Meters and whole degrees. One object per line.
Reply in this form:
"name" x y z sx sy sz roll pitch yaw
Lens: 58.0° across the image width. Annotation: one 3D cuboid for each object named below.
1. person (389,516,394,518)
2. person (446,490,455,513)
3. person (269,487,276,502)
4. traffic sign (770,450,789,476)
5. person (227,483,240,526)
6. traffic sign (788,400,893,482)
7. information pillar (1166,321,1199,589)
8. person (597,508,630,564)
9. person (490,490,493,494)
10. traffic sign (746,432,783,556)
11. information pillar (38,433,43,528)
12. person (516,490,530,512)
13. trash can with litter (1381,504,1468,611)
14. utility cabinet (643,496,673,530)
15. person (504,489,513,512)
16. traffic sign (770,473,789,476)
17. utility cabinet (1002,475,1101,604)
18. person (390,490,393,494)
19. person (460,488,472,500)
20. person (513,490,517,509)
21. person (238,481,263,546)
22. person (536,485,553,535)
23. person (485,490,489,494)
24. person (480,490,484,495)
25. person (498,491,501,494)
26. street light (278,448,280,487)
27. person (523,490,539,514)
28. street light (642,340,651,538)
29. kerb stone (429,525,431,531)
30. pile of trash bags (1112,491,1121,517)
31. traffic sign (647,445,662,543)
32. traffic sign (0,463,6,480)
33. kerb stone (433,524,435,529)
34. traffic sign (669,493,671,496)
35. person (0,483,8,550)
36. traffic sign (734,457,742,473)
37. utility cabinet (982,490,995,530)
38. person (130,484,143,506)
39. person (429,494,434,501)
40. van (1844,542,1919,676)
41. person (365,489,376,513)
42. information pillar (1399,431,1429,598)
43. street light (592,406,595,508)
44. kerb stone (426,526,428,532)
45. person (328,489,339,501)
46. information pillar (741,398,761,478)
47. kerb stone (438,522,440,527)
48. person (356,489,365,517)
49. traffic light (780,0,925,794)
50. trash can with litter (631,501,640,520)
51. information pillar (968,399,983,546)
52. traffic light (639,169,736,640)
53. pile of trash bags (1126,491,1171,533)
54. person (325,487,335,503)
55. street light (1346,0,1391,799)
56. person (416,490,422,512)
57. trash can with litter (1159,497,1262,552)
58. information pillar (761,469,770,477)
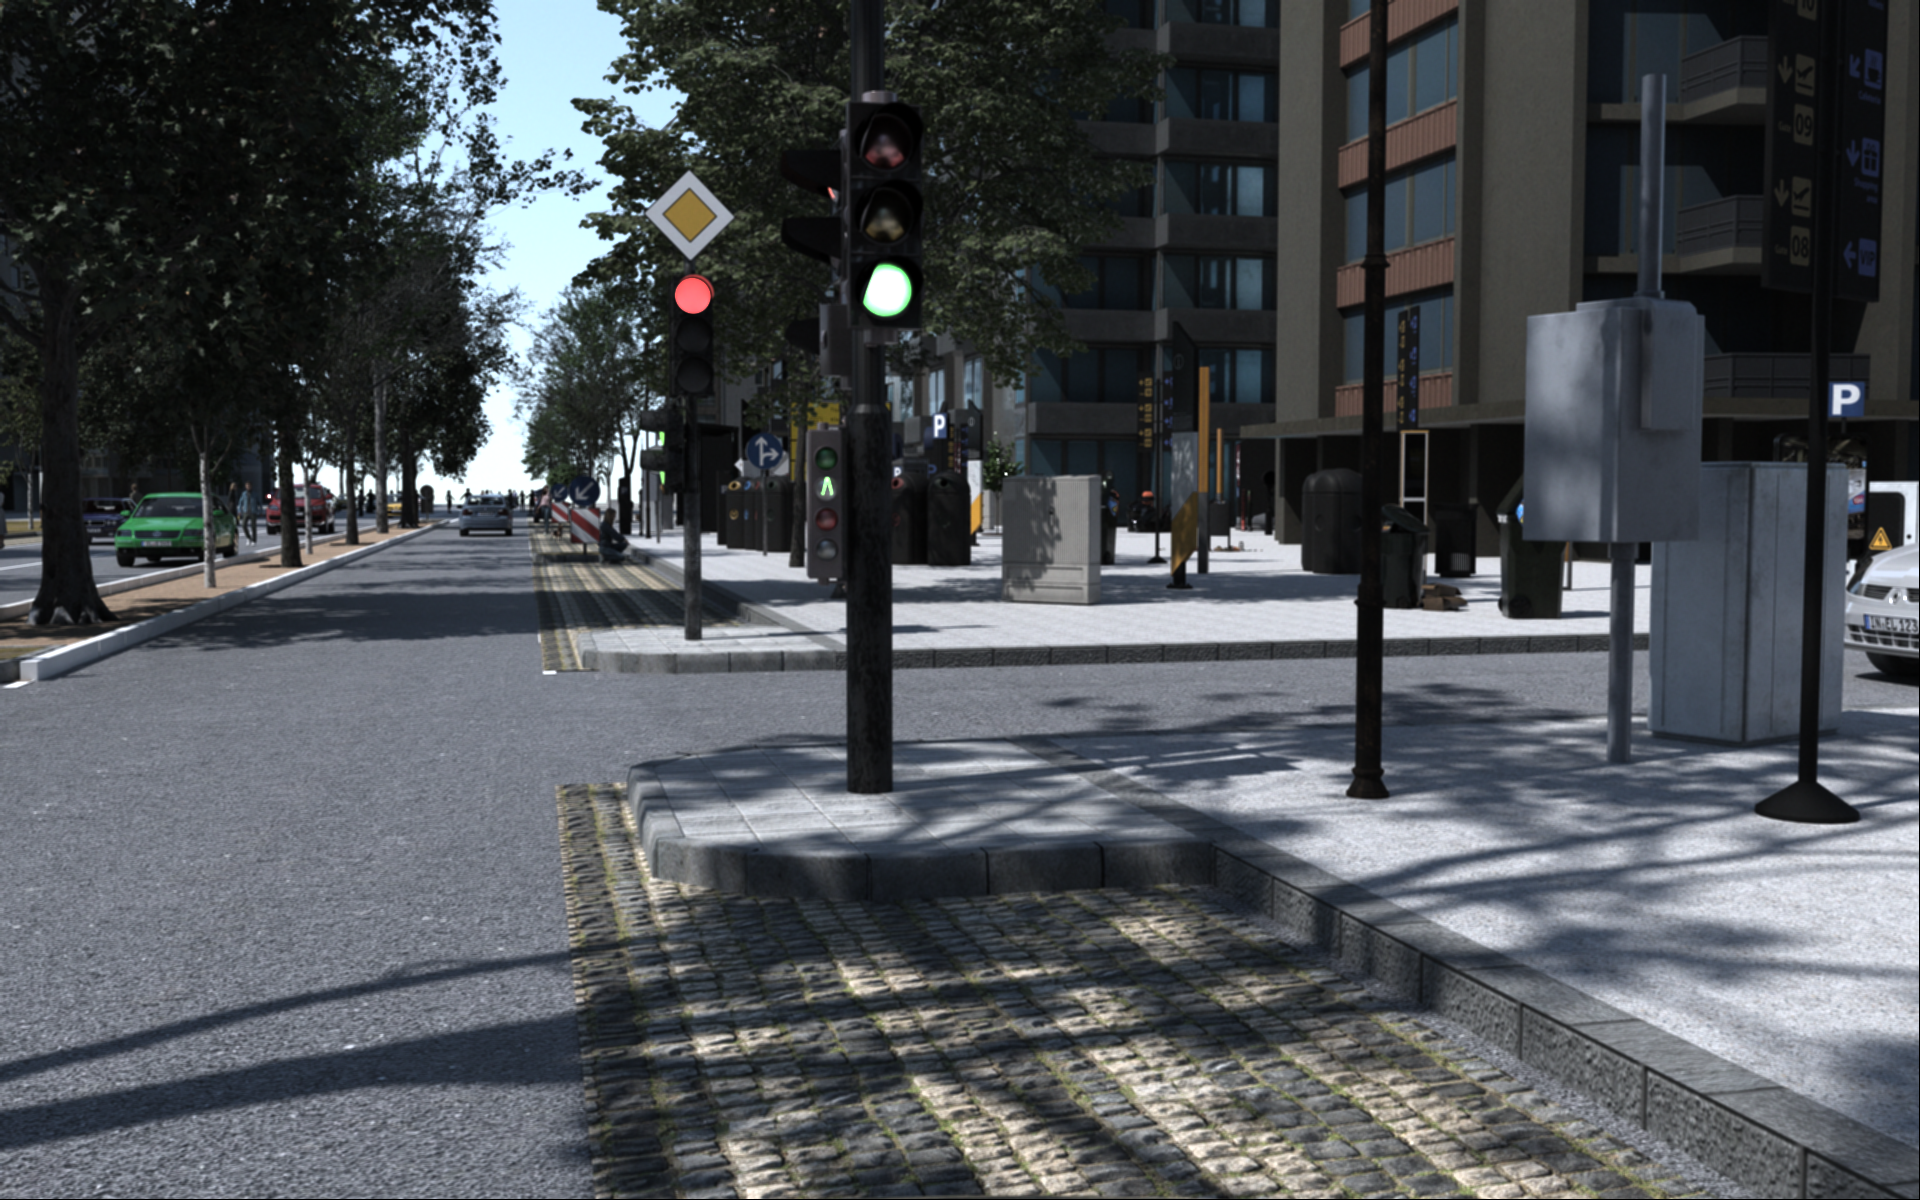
"person" -34.181 -5.640 103.979 1.065 1.426 0.557 3 4 39
"person" -38.748 -7.485 131.666 0.721 1.735 1.217 1 4 13
"person" -39.334 -5.566 99.367 0.709 1.838 0.599 -2 4 -25
"traffic sign" -5.187 -3.044 49.868 0.768 2.556 0.104 -1 4 -10
"person" -23.964 -2.925 56.537 0.699 1.804 1.509 1 4 14
"traffic sign" -2.596 -2.682 37.717 2.265 3.308 0.079 -1 4 -11
"information pillar" 3.016 -1.954 23.302 0.183 3.616 0.504 -2 4 -30
"person" -7.031 -1.312 35.447 0.738 1.151 1.012 0 4 0
"person" -51.363 -11.072 189.401 0.599 1.838 0.709 0 4 3
"traffic sign" -4.051 -2.191 35.936 0.768 2.556 0.104 0 4 -8
"information pillar" -34.996 -4.567 66.029 0.183 3.616 0.504 -3 5 -39
"person" -35.289 -7.986 139.796 1.217 1.735 0.721 -3 4 -38
"trash can with litter" 5.165 -0.487 19.344 0.624 1.170 1.055 -3 5 -44
"utility cabinet" -10.851 -3.127 62.291 1.020 1.237 0.306 -1 4 -22
"person" -29.969 -6.468 114.785 0.750 1.759 0.617 0 4 -7
"traffic sign" -6.029 -3.482 56.936 0.884 2.594 0.081 -1 4 -11
"utility cabinet" 1.059 -0.709 20.274 1.173 1.500 0.318 2 4 33
"person" -41.197 -7.112 125.497 1.217 1.735 0.721 0 4 -5
"person" -36.328 -7.331 127.989 1.348 1.869 0.705 -2 4 -33
"person" -43.470 -9.809 168.742 0.599 1.838 0.709 2 4 25
"person" -19.612 -2.388 47.889 0.601 1.785 0.444 0 4 -4
"person" -14.511 -3.158 60.725 0.593 1.750 0.643 1 4 23
"person" -32.899 -6.822 120.767 1.217 1.743 0.721 -3 5 -40
"person" -47.505 -10.038 172.556 0.705 1.831 1.348 2 4 29
"person" -58.377 -12.903 219.469 0.705 1.822 1.348 3 5 43
"street light" -48.343 -9.186 122.981 0.468 5.910 1.993 -1 4 -14
"person" -28.394 -6.464 114.908 1.217 1.735 0.721 -2 4 -24
"street light" -9.030 -4.723 50.006 0.468 5.910 1.993 -1 4 -14
"kerb stone" -20.486 -2.705 66.421 0.120 0.150 1.000 -1 4 -14
"pile of trash bags" 3.573 -2.898 57.140 3.447 1.369 1.912 0 4 6
"traffic sign" -7.889 -2.761 45.246 0.768 2.556 0.104 -1 4 -13
"traffic sign" -37.403 -4.102 67.174 0.768 2.556 0.104 -1 4 -12
"kerb stone" -21.235 -2.887 69.398 0.120 0.150 1.000 -1 4 -14
"traffic sign" -15.080 -5.501 90.040 0.768 2.556 0.104 -1 4 -9
"person" -24.964 -2.186 44.805 0.524 1.755 0.480 0 4 2
"traffic sign" -5.445 -2.668 44.807 0.795 2.450 0.064 -1 4 -9
"utility cabinet" 0.690 -3.268 62.108 1.173 1.500 0.318 3 4 38
"person" -26.224 -2.812 55.032 0.362 1.759 0.519 1 4 23
"person" -43.311 -8.151 141.770 0.705 1.824 1.348 0 4 8
"van" 8.883 -0.383 13.270 4.112 2.044 2.013 -1 4 -13
"person" -44.320 -7.450 130.328 1.348 1.821 0.705 1 4 16
"information pillar" 5.285 -0.961 20.200 0.304 2.012 0.304 1 4 11
"street light" -18.565 -7.035 87.807 0.468 5.910 1.993 -1 4 -14
"kerb stone" -19.989 -2.580 64.423 0.120 0.150 1.000 -1 4 -14
"person" -45.284 -7.078 124.314 1.350 1.814 0.705 -1 4 -12
"information pillar" -5.140 -3.132 42.560 0.504 3.616 0.183 -2 4 -27
"kerb stone" -22.239 -3.130 73.377 0.120 0.150 1.000 -1 4 -14
"person" -38.311 -6.195 110.497 1.217 1.736 0.721 3 4 37
"traffic light" -2.429 -1.962 6.748 4.771 5.953 1.251 -1 4 -14
"trash can with litter" -16.052 -4.503 85.006 1.055 1.170 0.624 0 4 -5
"information pillar" 0.366 -3.135 42.610 0.183 3.616 0.504 -3 5 -41
"traffic light" -2.368 -1.604 15.140 0.839 4.253 0.868 -1 4 -14
"pile of trash bags" 6.584 -2.999 58.792 1.912 1.369 3.447 0 4 -4
"person" -36.884 -5.642 100.715 1.348 1.831 0.705 2 4 30
"street light" 1.733 -2.104 7.182 0.468 5.910 1.993 -1 4 -14
"person" -43.404 -7.900 138.190 1.217 1.766 0.721 1 4 21
"trash can with litter" 5.570 -1.717 39.131 2.233 1.210 1.678 3 4 38
"information pillar" -5.457 -2.663 48.037 0.304 2.012 0.304 -2 4 -28
